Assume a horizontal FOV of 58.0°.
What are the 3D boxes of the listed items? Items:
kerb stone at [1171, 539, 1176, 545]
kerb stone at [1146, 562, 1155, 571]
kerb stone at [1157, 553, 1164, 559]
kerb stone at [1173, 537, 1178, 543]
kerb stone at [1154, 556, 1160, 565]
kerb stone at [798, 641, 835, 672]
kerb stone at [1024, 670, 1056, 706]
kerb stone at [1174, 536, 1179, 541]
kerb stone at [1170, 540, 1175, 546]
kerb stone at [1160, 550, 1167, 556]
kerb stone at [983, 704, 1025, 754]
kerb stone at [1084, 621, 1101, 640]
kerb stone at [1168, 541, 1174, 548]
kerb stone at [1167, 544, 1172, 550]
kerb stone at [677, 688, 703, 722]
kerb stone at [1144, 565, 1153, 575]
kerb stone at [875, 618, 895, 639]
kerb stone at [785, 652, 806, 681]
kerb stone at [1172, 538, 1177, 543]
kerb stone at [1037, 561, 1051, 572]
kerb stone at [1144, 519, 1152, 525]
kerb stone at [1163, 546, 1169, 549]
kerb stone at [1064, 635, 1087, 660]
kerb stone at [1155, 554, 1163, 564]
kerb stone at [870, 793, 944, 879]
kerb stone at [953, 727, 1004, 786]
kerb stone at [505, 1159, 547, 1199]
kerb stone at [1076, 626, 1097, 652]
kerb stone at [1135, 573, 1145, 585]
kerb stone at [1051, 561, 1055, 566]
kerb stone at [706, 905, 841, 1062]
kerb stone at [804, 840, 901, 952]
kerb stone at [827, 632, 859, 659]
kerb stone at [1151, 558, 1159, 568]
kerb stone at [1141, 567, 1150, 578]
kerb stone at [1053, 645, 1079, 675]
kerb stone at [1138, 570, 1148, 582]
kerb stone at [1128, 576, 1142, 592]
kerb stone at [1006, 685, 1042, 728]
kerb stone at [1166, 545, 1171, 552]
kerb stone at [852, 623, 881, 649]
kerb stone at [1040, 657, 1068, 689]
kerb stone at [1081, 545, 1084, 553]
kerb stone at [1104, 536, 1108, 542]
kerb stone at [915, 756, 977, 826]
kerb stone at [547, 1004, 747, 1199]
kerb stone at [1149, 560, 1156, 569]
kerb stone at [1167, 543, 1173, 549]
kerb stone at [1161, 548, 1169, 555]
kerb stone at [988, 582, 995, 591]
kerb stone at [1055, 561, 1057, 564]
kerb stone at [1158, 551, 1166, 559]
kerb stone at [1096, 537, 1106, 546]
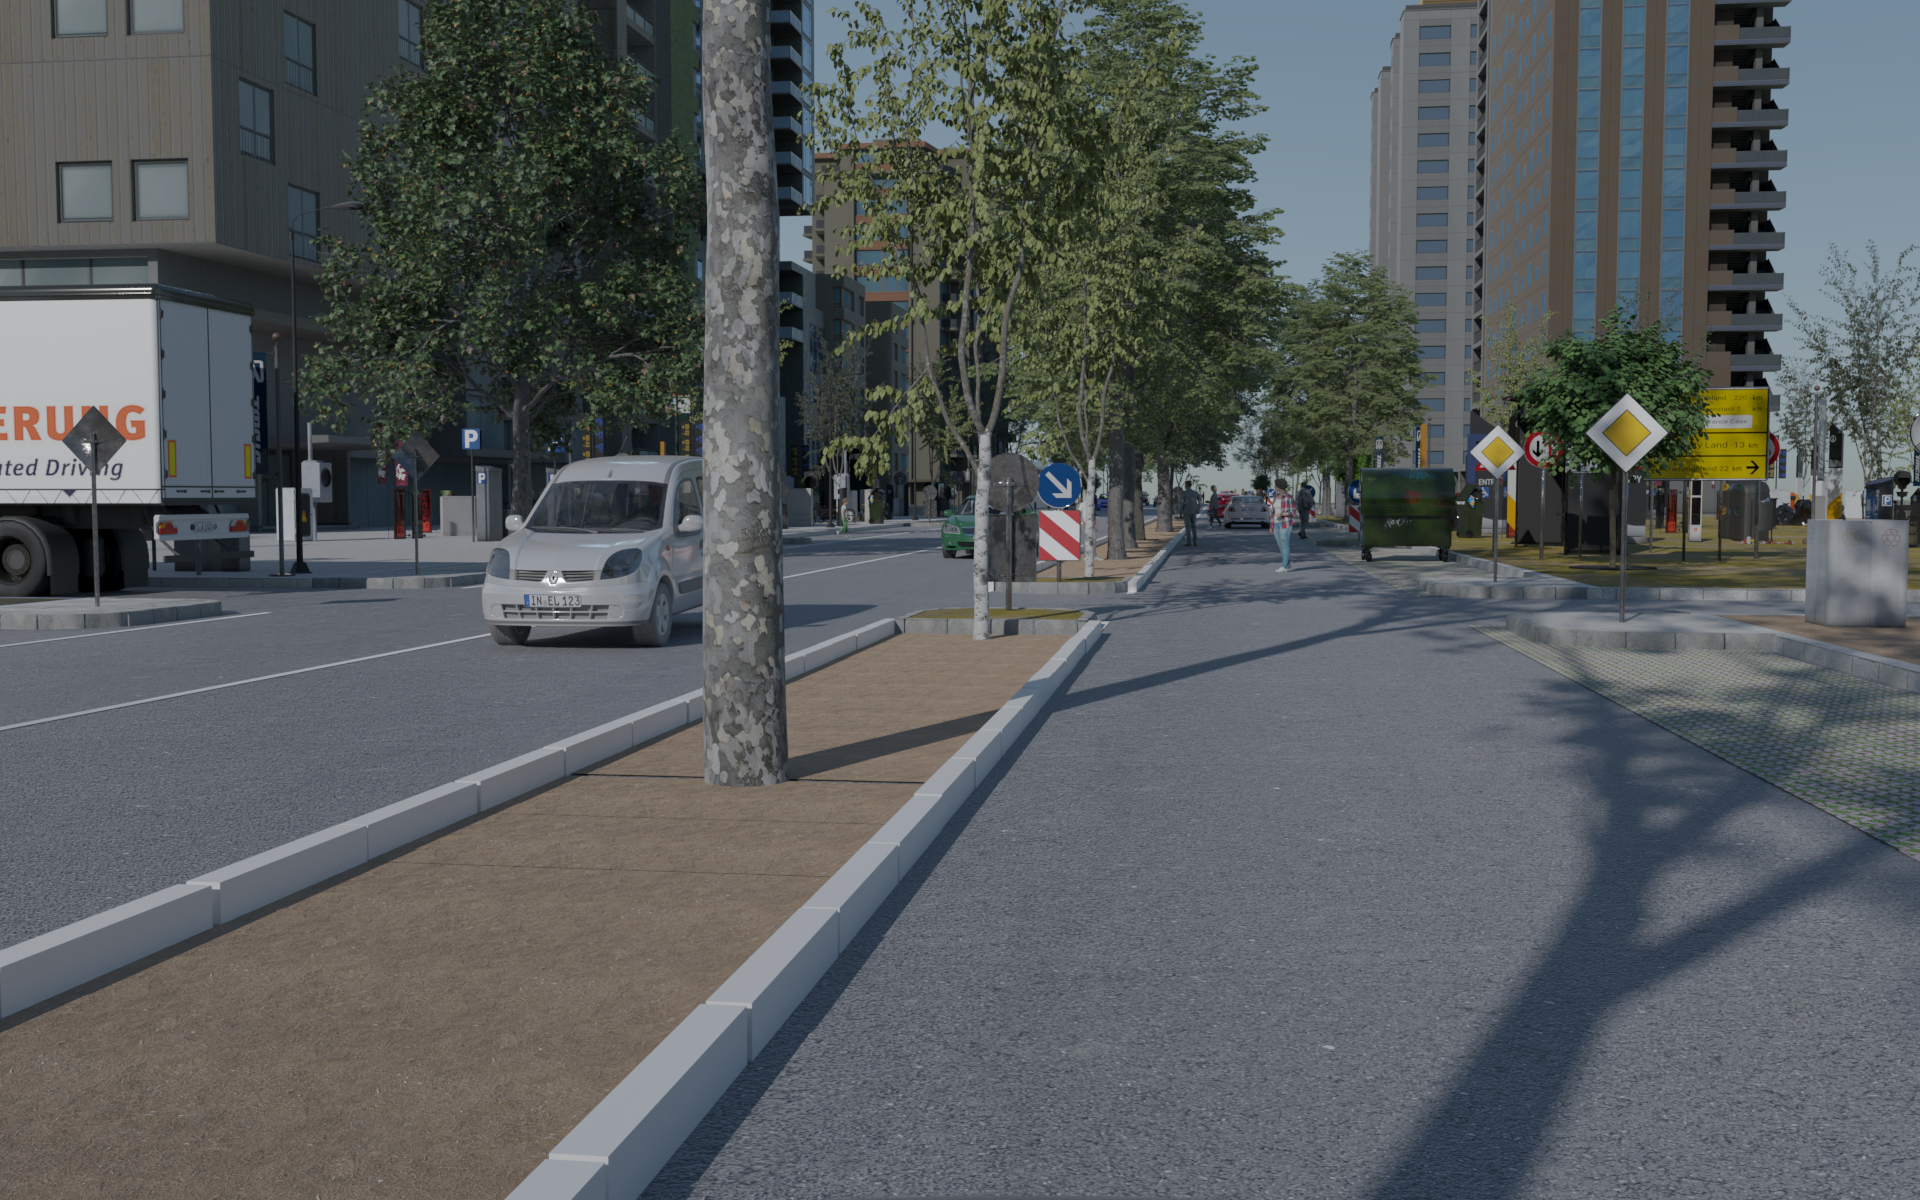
[{"bbox_3d":[5.606,-1.458,46.031,0.120,0.150,1.000,1,4,8],"label":"kerb stone"},{"bbox_3d":[3.339,-0.528,30.823,0.120,0.150,1.000,1,4,8],"label":"kerb stone"},{"bbox_3d":[4.103,-0.838,35.900,0.120,0.150,1.000,1,4,8],"label":"kerb stone"},{"bbox_3d":[5.901,-1.581,48.055,0.120,0.150,1.000,1,4,8],"label":"kerb stone"},{"bbox_3d":[3.792,-0.714,33.875,0.120,0.150,1.000,1,4,8],"label":"kerb stone"},{"bbox_3d":[-1.224,0.482,14.322,0.120,0.150,1.000,1,4,8],"label":"kerb stone"},{"bbox_3d":[0.540,0.625,11.979,0.120,0.150,1.000,1,4,8],"label":"kerb stone"},{"bbox_3d":[6.056,-1.644,49.069,0.120,0.150,1.000,1,4,8],"label":"kerb stone"},{"bbox_3d":[5.452,-1.396,45.019,0.120,0.150,1.000,1,4,8],"label":"kerb stone"},{"bbox_3d":[4.396,-0.957,37.927,0.120,0.150,1.000,1,4,8],"label":"kerb stone"},{"bbox_3d":[0.242,0.750,9.940,0.120,0.150,1.000,1,4,8],"label":"kerb stone"},{"bbox_3d":[1.298,0.314,17.069,0.120,0.150,1.000,1,4,8],"label":"kerb stone"},{"bbox_3d":[5.310,-1.334,44.007,0.120,0.150,1.000,1,4,8],"label":"kerb stone"},{"bbox_3d":[4.996,-1.205,41.983,0.120,0.150,1.000,1,4,8],"label":"kerb stone"},{"bbox_3d":[-1.672,0.668,11.286,0.120,0.150,1.000,1,4,8],"label":"kerb stone"},{"bbox_3d":[3.193,-0.465,29.804,0.120,0.150,1.000,1,4,8],"label":"kerb stone"},{"bbox_3d":[-0.781,0.296,17.363,0.120,0.150,1.000,1,4,8],"label":"kerb stone"},{"bbox_3d":[-1.377,0.543,13.311,0.120,0.150,1.000,1,4,8],"label":"kerb stone"},{"bbox_3d":[5.756,-1.520,47.041,0.120,0.150,1.000,1,4,8],"label":"kerb stone"},{"bbox_3d":[1.580,-0.670,33.181,0.120,0.150,1.000,1,4,8],"label":"kerb stone"},{"bbox_3d":[9.099,-3.770,83.837,0.120,0.150,1.000,1,4,8],"label":"kerb stone"},{"bbox_3d":[4.695,-1.087,39.961,0.120,0.150,1.000,1,4,8],"label":"kerb stone"},{"bbox_3d":[0.986,0.439,15.034,0.120,0.150,1.000,1,4,8],"label":"kerb stone"},{"bbox_3d":[3.954,-0.775,34.889,0.120,0.150,1.000,1,4,8],"label":"kerb stone"},{"bbox_3d":[-0.210,0.941,6.901,0.120,0.150,1.000,1,4,8],"label":"kerb stone"},{"bbox_3d":[0.090,0.812,8.923,0.120,0.150,1.000,1,4,8],"label":"kerb stone"},{"bbox_3d":[-0.813,1.184,2.843,0.120,0.150,1.000,1,4,8],"label":"kerb stone"},{"bbox_3d":[1.147,0.379,16.052,0.120,0.150,1.000,1,4,8],"label":"kerb stone"},{"bbox_3d":[2.735,-0.280,26.770,0.120,0.150,1.000,1,4,8],"label":"kerb stone"},{"bbox_3d":[1.719,-0.733,34.198,0.120,0.150,1.000,1,4,8],"label":"kerb stone"},{"bbox_3d":[-0.510,1.060,4.870,0.120,0.150,1.000,1,4,8],"label":"kerb stone"},{"bbox_3d":[-0.360,1.001,5.889,0.120,0.150,1.000,1,4,8],"label":"kerb stone"},{"bbox_3d":[-1.083,0.420,15.336,0.120,0.150,1.000,1,4,8],"label":"kerb stone"},{"bbox_3d":[3.646,-0.646,32.864,0.120,0.150,1.000,1,4,8],"label":"kerb stone"},{"bbox_3d":[3.038,-0.403,28.794,0.120,0.150,1.000,1,4,8],"label":"kerb stone"},{"bbox_3d":[0.843,0.501,14.012,0.120,0.150,1.000,1,4,8],"label":"kerb stone"},{"bbox_3d":[2.896,-0.339,27.779,0.120,0.150,1.000,1,4,8],"label":"kerb stone"},{"bbox_3d":[2.586,-0.218,25.759,0.120,0.150,1.000,1,4,8],"label":"kerb stone"},{"bbox_3d":[0.392,0.687,10.956,0.120,0.150,1.000,1,4,8],"label":"kerb stone"},{"bbox_3d":[4.847,-1.145,40.972,0.120,0.150,1.000,1,4,8],"label":"kerb stone"},{"bbox_3d":[-0.924,0.358,16.350,0.120,0.150,1.000,1,4,8],"label":"kerb stone"},{"bbox_3d":[0.689,0.569,12.991,0.120,0.150,1.000,1,4,8],"label":"kerb stone"},{"bbox_3d":[3.235,-1.351,44.333,0.120,0.150,1.000,1,4,8],"label":"kerb stone"},{"bbox_3d":[4.127,-1.722,50.401,0.120,0.150,1.000,1,4,8],"label":"kerb stone"},{"bbox_3d":[-0.064,0.875,7.912,0.120,0.150,1.000,1,4,8],"label":"kerb stone"},{"bbox_3d":[-0.667,1.122,3.859,0.120,0.150,1.000,1,4,8],"label":"kerb stone"},{"bbox_3d":[3.485,-0.588,31.842,0.120,0.150,1.000,1,4,8],"label":"kerb stone"},{"bbox_3d":[5.157,-1.269,42.997,0.120,0.150,1.000,1,4,8],"label":"kerb stone"},{"bbox_3d":[4.557,-1.021,38.937,0.120,0.150,1.000,1,4,8],"label":"kerb stone"},{"bbox_3d":[0.509,-0.236,26.059,0.120,0.150,1.000,1,4,8],"label":"kerb stone"},{"bbox_3d":[1.879,-0.796,35.207,0.120,0.150,1.000,1,4,8],"label":"kerb stone"},{"bbox_3d":[4.253,-0.892,36.911,0.120,0.150,1.000,1,4,8],"label":"kerb stone"},{"bbox_3d":[3.988,-1.663,49.387,0.120,0.150,1.000,1,4,8],"label":"kerb stone"}]
